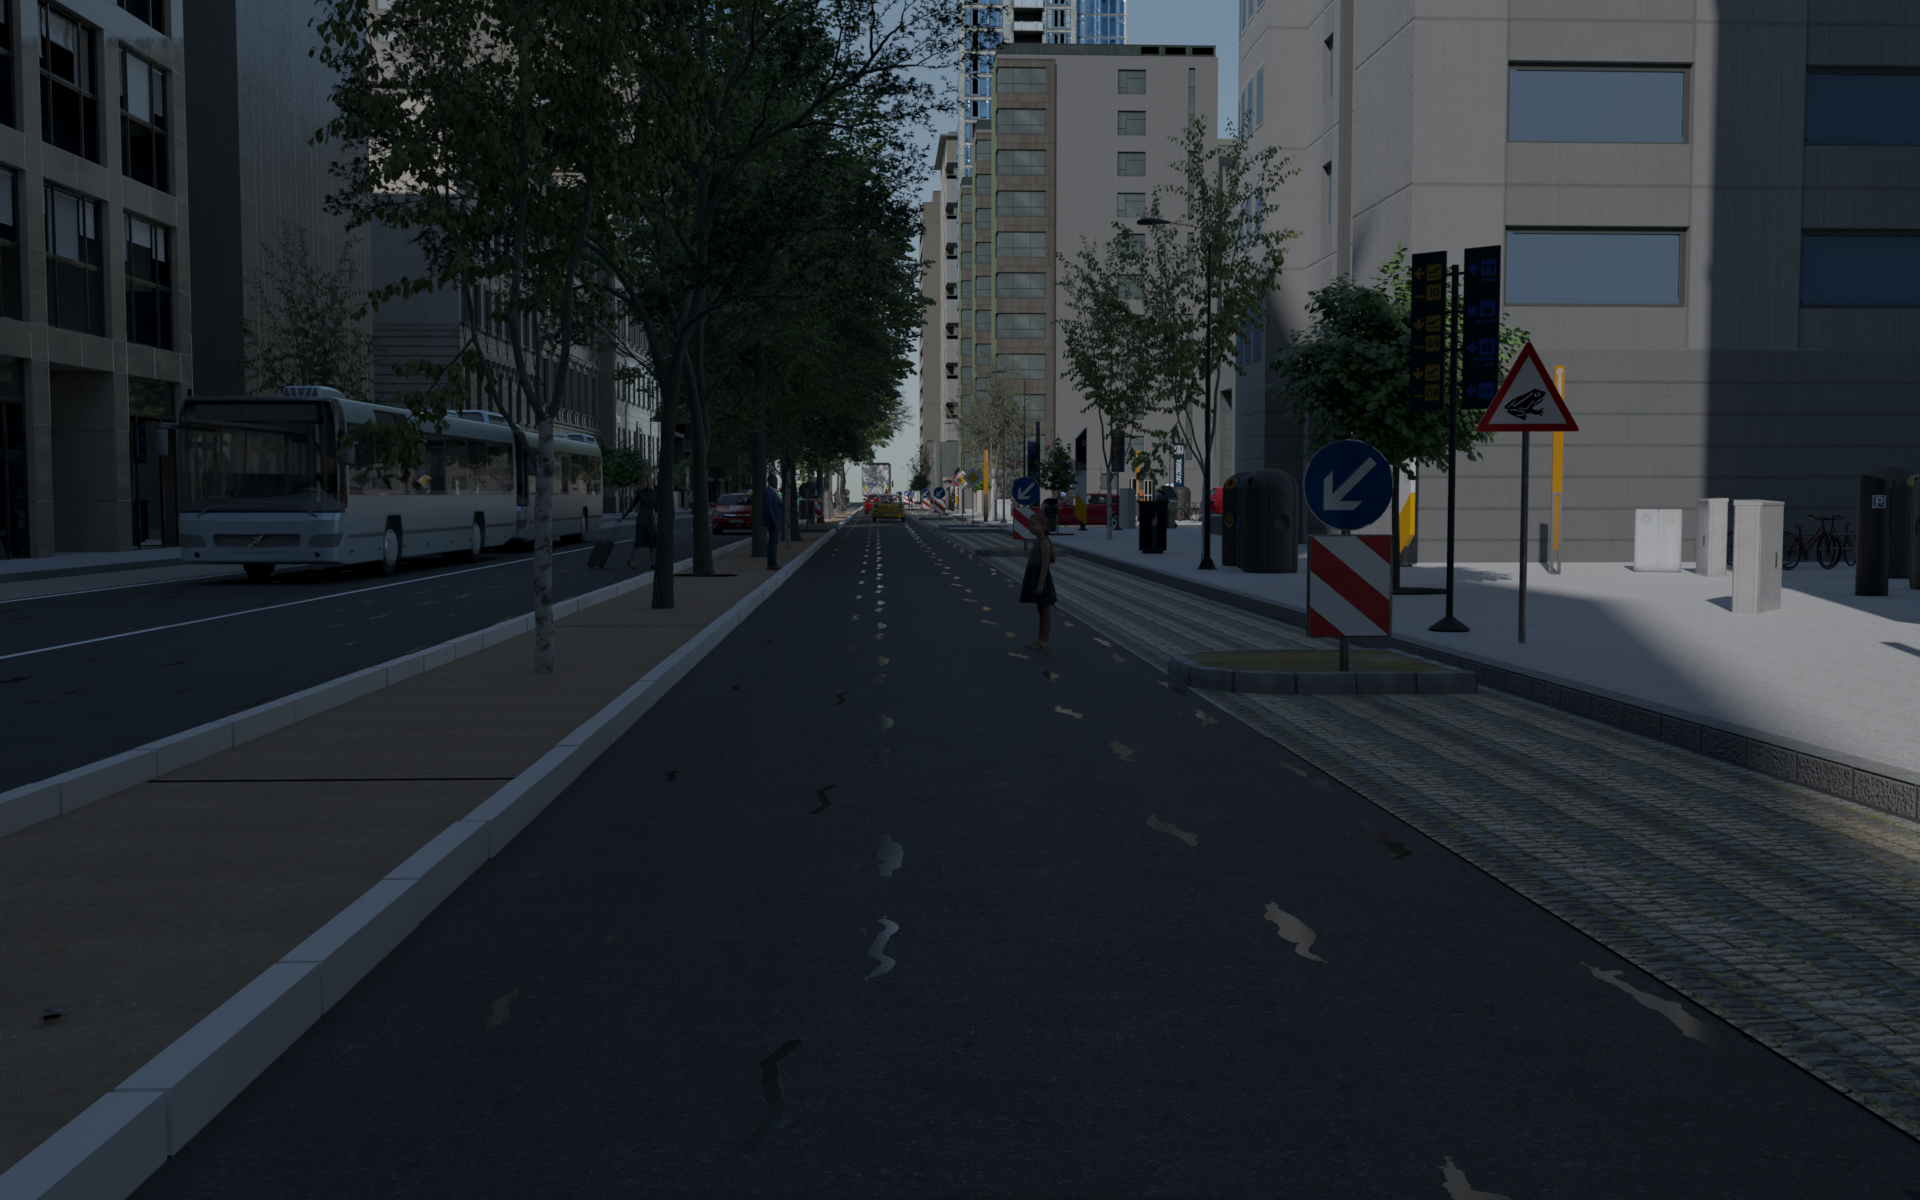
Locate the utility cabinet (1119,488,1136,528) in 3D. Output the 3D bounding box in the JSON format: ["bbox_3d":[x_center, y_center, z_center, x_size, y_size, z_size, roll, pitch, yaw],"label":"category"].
[{"bbox_3d":[6.223,-3.401,64.277,0.318,1.500,1.173,-1,4,-11],"label":"utility cabinet"}]

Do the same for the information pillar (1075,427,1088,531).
[{"bbox_3d":[4.239,-4.234,60.574,0.504,3.616,0.183,-3,4,-38],"label":"information pillar"}]

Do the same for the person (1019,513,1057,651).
[{"bbox_3d":[0.712,-0.167,15.908,0.373,1.253,0.362,-1,4,-11],"label":"person"}]

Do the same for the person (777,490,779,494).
[{"bbox_3d":[-15.276,-8.304,144.692,0.534,1.772,0.576,-1,4,-19],"label":"person"}]

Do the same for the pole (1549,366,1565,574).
[{"bbox_3d":[9.522,-2.066,27.617,0.158,3.312,0.155,0,3,0],"label":"pole"}]

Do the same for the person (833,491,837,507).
[{"bbox_3d":[-13.550,-11.046,189.198,1.348,1.812,0.705,-2,4,-24],"label":"person"}]

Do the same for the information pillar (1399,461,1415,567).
[{"bbox_3d":[7.869,-2.393,30.480,0.183,3.616,0.504,-1,4,-10],"label":"information pillar"}]

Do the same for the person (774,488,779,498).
[{"bbox_3d":[-10.506,-5.470,97.732,0.655,1.846,0.447,1,4,22],"label":"person"}]

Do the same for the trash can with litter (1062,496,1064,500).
[{"bbox_3d":[4.879,-4.730,88.728,0.624,1.170,1.055,-3,4,-36],"label":"trash can with litter"}]

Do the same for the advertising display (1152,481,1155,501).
[{"bbox_3d":[9.911,-5.110,88.755,0.123,1.923,0.974,0,4,8],"label":"advertising display"}]

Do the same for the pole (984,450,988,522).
[{"bbox_3d":[1.194,-5.275,80.094,0.158,3.312,0.155,0,3,0],"label":"pole"}]

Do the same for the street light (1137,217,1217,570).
[{"bbox_3d":[3.664,-3.471,29.284,1.470,5.913,1.316,0,4,-3],"label":"street light"}]

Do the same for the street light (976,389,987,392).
[{"bbox_3d":[1.406,-6.372,76.723,1.470,5.913,1.316,0,4,-3],"label":"street light"}]

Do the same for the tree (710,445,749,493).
[{"bbox_3d":[-23.358,-13.860,176.975,4.360,8.622,3.978,0,3,0],"label":"tree"}]

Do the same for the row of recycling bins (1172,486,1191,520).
[{"bbox_3d":[10.842,-4.809,85.733,1.069,1.692,3.534,0,4,4],"label":"row of recycling bins"}]

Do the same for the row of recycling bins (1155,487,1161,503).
[{"bbox_3d":[12.320,-5.919,103.892,1.069,1.692,3.534,0,4,-5],"label":"row of recycling bins"}]

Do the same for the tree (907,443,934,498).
[{"bbox_3d":[-5.310,-17.824,241.780,4.737,8.622,4.395,0,3,0],"label":"tree"}]

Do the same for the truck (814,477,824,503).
[{"bbox_3d":[-23.464,-18.192,286.349,2.839,4.237,11.283,0,4,-4],"label":"truck"}]

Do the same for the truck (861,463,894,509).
[{"bbox_3d":[-7.609,-10.420,159.273,2.839,4.237,11.283,0,4,-1],"label":"truck"}]

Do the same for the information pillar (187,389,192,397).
[{"bbox_3d":[-17.186,-2.897,38.724,0.183,3.616,0.504,-2,4,-26],"label":"information pillar"}]

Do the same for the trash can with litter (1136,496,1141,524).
[{"bbox_3d":[7.147,-3.879,74.487,2.233,1.210,1.678,1,4,19],"label":"trash can with litter"}]

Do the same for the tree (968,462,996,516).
[{"bbox_3d":[1.138,-6.416,99.508,1.663,3.219,1.824,0,3,0],"label":"tree"}]

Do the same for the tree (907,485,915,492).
[{"bbox_3d":[-8.328,-18.678,299.990,1.663,3.219,1.824,0,3,0],"label":"tree"}]

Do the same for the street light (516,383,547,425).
[{"bbox_3d":[-17.897,-6.096,72.214,1.470,5.913,1.316,0,4,-3],"label":"street light"}]

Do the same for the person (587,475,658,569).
[{"bbox_3d":[-6.358,-1.503,33.285,1.509,1.804,0.699,1,4,22],"label":"person"}]

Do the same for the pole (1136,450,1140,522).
[{"bbox_3d":[8.284,-5.321,80.844,0.158,3.312,0.155,0,3,0],"label":"pole"}]

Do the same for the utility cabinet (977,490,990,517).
[{"bbox_3d":[1.308,-5.459,97.931,0.318,1.500,1.173,2,4,23],"label":"utility cabinet"}]

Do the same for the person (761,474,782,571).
[{"bbox_3d":[-3.518,-1.455,32.476,0.419,1.800,0.721,-1,4,-9],"label":"person"}]

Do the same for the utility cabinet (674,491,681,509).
[{"bbox_3d":[-23.618,-8.303,144.433,0.318,1.500,1.173,-2,4,-32],"label":"utility cabinet"}]

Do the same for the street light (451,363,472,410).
[{"bbox_3d":[-17.245,-5.397,60.778,1.470,5.913,1.316,0,4,-3],"label":"street light"}]

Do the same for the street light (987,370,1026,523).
[{"bbox_3d":[1.873,-5.647,64.867,1.470,5.913,1.316,0,4,-3],"label":"street light"}]

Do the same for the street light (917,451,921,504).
[{"bbox_3d":[-3.972,-13.181,188.044,1.470,5.913,1.316,0,4,-3],"label":"street light"}]

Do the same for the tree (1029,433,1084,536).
[{"bbox_3d":[3.166,-3.635,54.040,1.663,3.219,1.824,0,3,0],"label":"tree"}]

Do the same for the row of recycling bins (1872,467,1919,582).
[{"bbox_3d":[15.645,-1.175,26.320,3.534,1.692,1.069,1,4,11],"label":"row of recycling bins"}]

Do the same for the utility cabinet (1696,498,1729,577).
[{"bbox_3d":[11.806,-0.983,27.227,0.306,1.237,1.020,1,4,14],"label":"utility cabinet"}]

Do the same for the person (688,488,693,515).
[{"bbox_3d":[-17.976,-6.627,116.689,0.795,1.843,0.661,3,4,38],"label":"person"}]

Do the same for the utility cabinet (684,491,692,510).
[{"bbox_3d":[-21.141,-7.753,135.444,0.318,1.500,1.173,1,4,21],"label":"utility cabinet"}]

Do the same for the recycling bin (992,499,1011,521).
[{"bbox_3d":[1.954,-4.255,82.118,0.722,1.027,0.722,-1,4,-21],"label":"recycling bin"}]

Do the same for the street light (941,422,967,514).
[{"bbox_3d":[-0.297,-8.555,112.413,1.470,5.913,1.316,0,4,-3],"label":"street light"}]

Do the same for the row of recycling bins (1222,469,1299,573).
[{"bbox_3d":[5.153,-1.379,29.660,1.069,1.692,3.534,0,4,1],"label":"row of recycling bins"}]

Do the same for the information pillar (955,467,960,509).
[{"bbox_3d":[-0.233,-9.519,146.984,0.504,3.616,0.183,-2,4,-33],"label":"information pillar"}]

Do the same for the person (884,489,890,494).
[{"bbox_3d":[-5.456,-7.441,130.140,0.580,1.828,0.573,1,4,21],"label":"person"}]

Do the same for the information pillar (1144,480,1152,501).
[{"bbox_3d":[9.912,-5.306,91.241,0.304,2.012,0.304,-3,4,-36],"label":"information pillar"}]

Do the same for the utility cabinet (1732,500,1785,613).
[{"bbox_3d":[8.781,-0.482,19.039,0.306,1.237,1.020,3,4,38],"label":"utility cabinet"}]

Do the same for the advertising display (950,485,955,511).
[{"bbox_3d":[-0.540,-7.516,128.093,0.123,1.923,0.974,-1,4,-15],"label":"advertising display"}]

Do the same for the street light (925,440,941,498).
[{"bbox_3d":[-2.265,-10.989,152.205,1.470,5.913,1.316,0,4,-3],"label":"street light"}]

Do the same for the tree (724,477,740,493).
[{"bbox_3d":[-25.615,-12.463,198.368,1.663,3.219,1.824,0,3,0],"label":"tree"}]

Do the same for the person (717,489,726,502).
[{"bbox_3d":[-15.767,-6.497,115.077,0.716,1.782,0.532,-2,4,-26],"label":"person"}]

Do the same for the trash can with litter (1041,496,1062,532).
[{"bbox_3d":[2.989,-2.916,59.071,0.624,1.170,1.055,-1,4,-8],"label":"trash can with litter"}]

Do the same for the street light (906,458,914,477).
[{"bbox_3d":[-6.250,-16.060,235.123,1.470,5.913,1.316,0,4,-3],"label":"street light"}]

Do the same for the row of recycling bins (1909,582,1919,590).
[{"bbox_3d":[14.515,-0.958,22.769,3.534,1.692,1.069,1,4,16],"label":"row of recycling bins"}]

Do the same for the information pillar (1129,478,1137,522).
[{"bbox_3d":[7.928,-4.579,79.356,0.304,2.012,0.304,-1,4,-19],"label":"information pillar"}]

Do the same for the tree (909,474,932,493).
[{"bbox_3d":[-5.683,-16.187,248.371,4.285,4.588,4.351,0,3,0],"label":"tree"}]

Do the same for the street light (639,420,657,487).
[{"bbox_3d":[-19.606,-8.347,109.014,1.470,5.913,1.316,0,4,-3],"label":"street light"}]

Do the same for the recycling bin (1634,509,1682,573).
[{"bbox_3d":[11.556,-0.986,28.683,0.722,1.027,0.722,1,4,22],"label":"recycling bin"}]

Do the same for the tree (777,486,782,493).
[{"bbox_3d":[-30.091,-18.394,295.342,1.663,3.219,1.824,0,3,0],"label":"tree"}]

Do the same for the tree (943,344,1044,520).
[{"bbox_3d":[1.472,-8.234,84.995,4.360,8.622,3.978,0,3,0],"label":"tree"}]

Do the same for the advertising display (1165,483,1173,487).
[{"bbox_3d":[12.003,-5.637,97.385,0.974,1.923,0.123,1,4,18],"label":"advertising display"}]

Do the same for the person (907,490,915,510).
[{"bbox_3d":[-4.255,-8.793,152.127,0.709,1.838,0.599,2,4,27],"label":"person"}]
